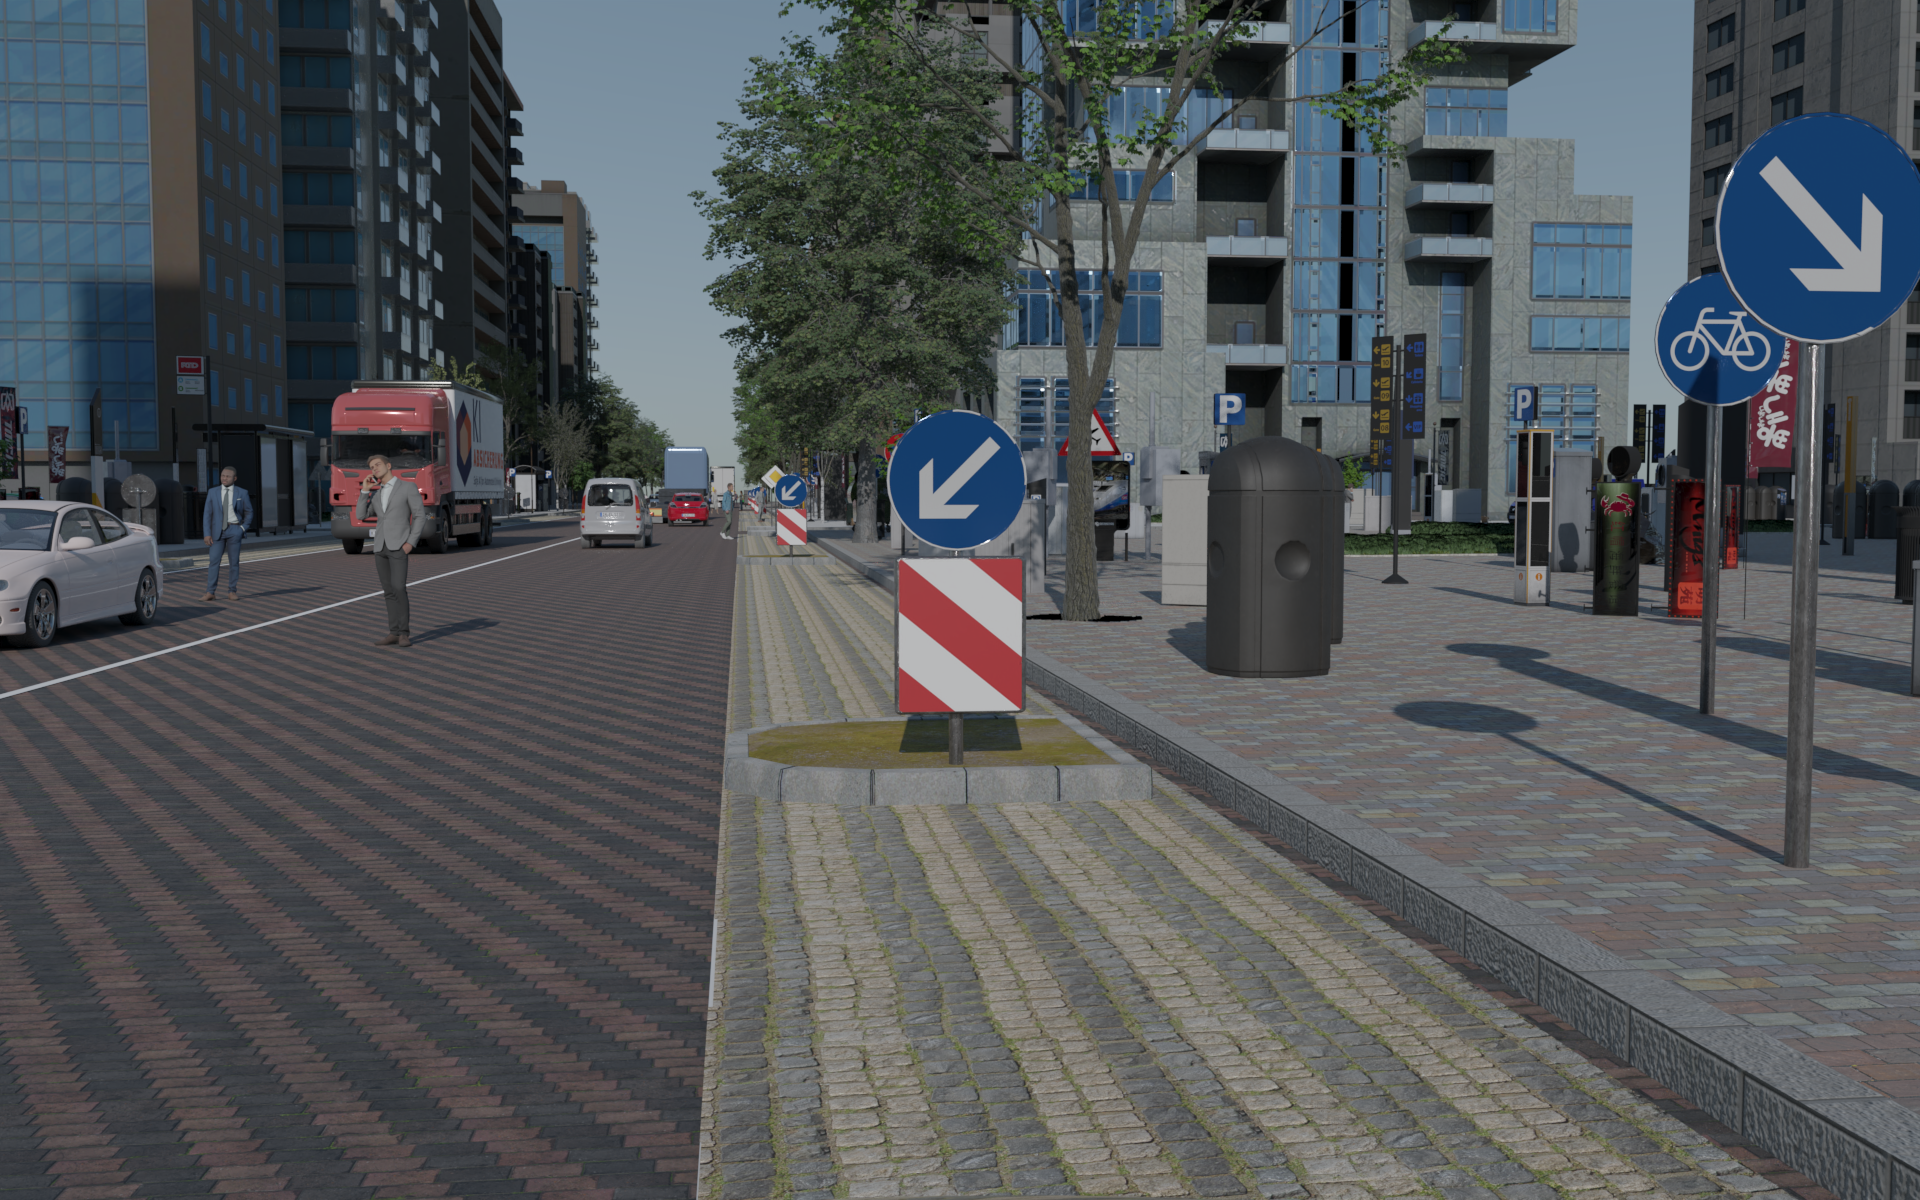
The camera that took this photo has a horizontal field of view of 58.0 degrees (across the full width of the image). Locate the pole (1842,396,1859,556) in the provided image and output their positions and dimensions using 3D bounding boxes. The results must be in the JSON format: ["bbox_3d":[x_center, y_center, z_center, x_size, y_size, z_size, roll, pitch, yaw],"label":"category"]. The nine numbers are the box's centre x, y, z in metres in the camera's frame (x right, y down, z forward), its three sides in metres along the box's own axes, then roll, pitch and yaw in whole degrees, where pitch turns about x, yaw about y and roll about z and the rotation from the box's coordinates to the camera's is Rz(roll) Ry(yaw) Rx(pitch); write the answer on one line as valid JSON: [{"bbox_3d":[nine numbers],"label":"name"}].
[{"bbox_3d":[18.569,-2.586,36.118,0.158,3.312,0.155,0,3,0],"label":"pole"}]

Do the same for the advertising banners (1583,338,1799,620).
[{"bbox_3d":[7.550,-1.324,17.828,2.074,3.025,0.090,2,4,25],"label":"advertising banners"}]

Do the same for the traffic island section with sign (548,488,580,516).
[{"bbox_3d":[-26.485,-6.557,115.839,1.989,1.847,2.006,0,4,-7],"label":"traffic island section with sign"}]

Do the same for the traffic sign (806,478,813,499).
[{"bbox_3d":[-8.556,-6.167,100.931,0.768,2.556,0.104,0,4,-3],"label":"traffic sign"}]

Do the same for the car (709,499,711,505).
[{"bbox_3d":[-29.981,-12.048,206.567,1.945,1.707,3.694,0,4,-7],"label":"car"}]

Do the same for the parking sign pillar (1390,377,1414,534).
[{"bbox_3d":[10.309,-3.178,40.435,1.447,3.967,1.447,1,4,12],"label":"parking sign pillar"}]

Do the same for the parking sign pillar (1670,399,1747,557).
[{"bbox_3d":[15.455,-2.885,35.639,1.447,3.967,1.447,2,4,24],"label":"parking sign pillar"}]

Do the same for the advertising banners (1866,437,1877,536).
[{"bbox_3d":[27.442,-3.443,52.481,0.090,3.025,2.074,3,5,43],"label":"advertising banners"}]

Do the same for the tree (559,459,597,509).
[{"bbox_3d":[-32.461,-9.987,146.995,4.285,4.588,4.351,0,3,0],"label":"tree"}]

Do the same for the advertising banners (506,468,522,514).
[{"bbox_3d":[-29.548,-7.243,114.610,0.090,3.025,2.074,-3,5,-40],"label":"advertising banners"}]

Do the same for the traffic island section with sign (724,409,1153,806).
[{"bbox_3d":[-0.210,-0.016,8.882,1.989,1.847,2.006,0,4,-7],"label":"traffic island section with sign"}]

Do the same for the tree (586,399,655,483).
[{"bbox_3d":[-40.742,-17.569,204.264,9.611,12.733,9.660,0,3,0],"label":"tree"}]

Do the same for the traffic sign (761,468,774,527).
[{"bbox_3d":[-7.400,-3.937,68.017,0.795,2.450,0.064,0,4,-7],"label":"traffic sign"}]

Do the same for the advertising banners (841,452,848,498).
[{"bbox_3d":[-4.751,-4.725,73.444,0.090,3.025,2.074,1,4,12],"label":"advertising banners"}]

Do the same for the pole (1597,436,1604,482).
[{"bbox_3d":[22.706,-4.133,61.422,0.158,3.312,0.155,0,3,0],"label":"pole"}]

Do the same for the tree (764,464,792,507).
[{"bbox_3d":[-18.214,-11.597,173.331,4.285,4.588,4.351,0,3,0],"label":"tree"}]

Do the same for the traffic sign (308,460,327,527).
[{"bbox_3d":[-24.677,-4.083,66.764,0.884,2.594,0.081,0,4,-4],"label":"traffic sign"}]

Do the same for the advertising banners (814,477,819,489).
[{"bbox_3d":[-7.309,-5.920,92.985,0.090,3.025,2.074,-2,4,-35],"label":"advertising banners"}]

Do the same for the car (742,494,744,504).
[{"bbox_3d":[-29.377,-14.153,240.191,1.959,1.807,4.718,0,4,-6],"label":"car"}]

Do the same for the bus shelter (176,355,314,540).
[{"bbox_3d":[-21.899,-4.605,52.917,2.179,5.291,8.768,0,4,-7],"label":"bus shelter"}]

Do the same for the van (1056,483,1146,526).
[{"bbox_3d":[5.006,-3.578,65.515,4.112,2.044,2.013,0,4,-6],"label":"van"}]

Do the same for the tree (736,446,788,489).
[{"bbox_3d":[-32.894,-22.877,291.045,9.611,12.733,9.660,0,3,0],"label":"tree"}]

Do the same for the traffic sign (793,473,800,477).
[{"bbox_3d":[-9.704,-6.276,102.723,0.768,2.556,0.104,0,4,-5],"label":"traffic sign"}]

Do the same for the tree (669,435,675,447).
[{"bbox_3d":[-51.233,-23.329,288.084,9.857,13.997,8.962,0,3,0],"label":"tree"}]

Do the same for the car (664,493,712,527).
[{"bbox_3d":[-12.197,-4.201,77.733,2.155,1.783,4.494,-1,4,-9],"label":"car"}]

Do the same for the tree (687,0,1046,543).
[{"bbox_3d":[-2.522,-8.479,45.293,9.857,13.997,8.962,0,3,0],"label":"tree"}]

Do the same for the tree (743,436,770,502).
[{"bbox_3d":[-30.064,-21.458,268.960,7.486,12.596,7.792,0,3,0],"label":"tree"}]

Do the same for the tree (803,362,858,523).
[{"bbox_3d":[-5.842,-7.705,76.346,4.360,8.622,3.978,0,3,0],"label":"tree"}]

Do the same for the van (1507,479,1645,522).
[{"bbox_3d":[24.386,-3.931,68.651,5.245,2.365,2.240,0,4,-8],"label":"van"}]

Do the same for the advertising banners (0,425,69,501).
[{"bbox_3d":[-23.602,-2.914,43.833,2.074,3.025,0.090,-3,5,-44],"label":"advertising banners"}]

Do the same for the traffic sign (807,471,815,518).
[{"bbox_3d":[-7.956,-5.757,94.236,0.768,2.556,0.104,0,4,-3],"label":"traffic sign"}]

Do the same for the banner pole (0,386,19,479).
[{"bbox_3d":[-19.542,-2.776,35.409,0.401,3.779,0.863,1,4,11],"label":"banner pole"}]

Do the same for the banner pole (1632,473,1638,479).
[{"bbox_3d":[43.077,-7.381,110.692,0.401,3.779,0.863,-1,4,-10],"label":"banner pole"}]

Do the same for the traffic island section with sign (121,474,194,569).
[{"bbox_3d":[-16.071,-1.528,33.604,1.989,1.847,2.006,0,4,-7],"label":"traffic island section with sign"}]

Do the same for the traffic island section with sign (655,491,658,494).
[{"bbox_3d":[-43.129,-14.597,247.289,1.989,1.847,2.006,0,4,-7],"label":"traffic island section with sign"}]

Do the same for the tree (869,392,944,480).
[{"bbox_3d":[-0.707,-2.354,33.091,1.663,3.219,1.824,0,3,0],"label":"tree"}]

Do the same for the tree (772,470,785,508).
[{"bbox_3d":[-13.841,-8.591,135.063,1.663,3.219,1.824,0,3,0],"label":"tree"}]

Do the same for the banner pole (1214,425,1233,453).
[{"bbox_3d":[9.449,-4.442,62.641,0.863,3.779,0.401,0,4,-4],"label":"banner pole"}]

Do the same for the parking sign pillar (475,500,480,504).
[{"bbox_3d":[-27.223,-6.609,96.535,1.447,3.967,1.447,2,4,33],"label":"parking sign pillar"}]

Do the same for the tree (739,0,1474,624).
[{"bbox_3d":[1.374,-5.607,17.431,9.928,11.665,9.643,0,3,0],"label":"tree"}]

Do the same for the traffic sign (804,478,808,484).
[{"bbox_3d":[-12.425,-8.484,138.711,0.884,2.594,0.081,0,4,1],"label":"traffic sign"}]

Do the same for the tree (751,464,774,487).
[{"bbox_3d":[-29.694,-18.973,260.577,4.360,8.622,3.978,0,3,0],"label":"tree"}]

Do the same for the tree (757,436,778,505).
[{"bbox_3d":[-21.707,-15.386,201.931,4.737,8.622,4.395,0,3,0],"label":"tree"}]

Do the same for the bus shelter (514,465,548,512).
[{"bbox_3d":[-30.763,-7.937,123.698,2.014,3.302,5.546,0,4,-7],"label":"bus shelter"}]

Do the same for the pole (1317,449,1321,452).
[{"bbox_3d":[16.217,-5.167,78.324,0.158,3.312,0.155,0,3,0],"label":"pole"}]

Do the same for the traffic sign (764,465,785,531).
[{"bbox_3d":[-6.397,-3.453,60.095,0.795,2.450,0.064,0,4,-7],"label":"traffic sign"}]

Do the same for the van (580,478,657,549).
[{"bbox_3d":[-9.262,-2.436,46.846,2.013,2.044,4.112,0,4,-6],"label":"van"}]

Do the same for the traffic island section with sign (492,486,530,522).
[{"bbox_3d":[-22.971,-4.864,88.156,1.989,1.847,2.006,0,4,-7],"label":"traffic island section with sign"}]

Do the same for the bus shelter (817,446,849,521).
[{"bbox_3d":[-6.431,-5.772,85.653,1.731,3.624,6.357,0,4,-7],"label":"bus shelter"}]

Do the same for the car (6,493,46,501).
[{"bbox_3d":[-33.181,-3.203,61.158,4.718,1.807,1.959,0,4,-7],"label":"car"}]

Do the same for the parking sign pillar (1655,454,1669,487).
[{"bbox_3d":[42.159,-7.040,103.579,1.447,3.967,1.447,-2,4,-30],"label":"parking sign pillar"}]

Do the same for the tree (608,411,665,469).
[{"bbox_3d":[-45.181,-19.934,236.283,12.009,13.543,11.850,0,3,0],"label":"tree"}]

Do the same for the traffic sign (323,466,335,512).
[{"bbox_3d":[-24.048,-4.072,66.576,0.884,2.594,0.081,0,4,-2],"label":"traffic sign"}]

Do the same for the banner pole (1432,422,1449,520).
[{"bbox_3d":[16.587,-4.277,59.942,0.401,3.779,0.863,-3,4,-36],"label":"banner pole"}]

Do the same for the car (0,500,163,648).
[{"bbox_3d":[-9.646,-0.316,17.536,2.083,1.381,4.827,0,4,-7],"label":"car"}]

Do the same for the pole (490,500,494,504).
[{"bbox_3d":[-30.868,-7.357,114.131,0.158,3.312,0.155,0,3,0],"label":"pole"}]

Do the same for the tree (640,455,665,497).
[{"bbox_3d":[-48.147,-20.219,264.984,7.601,10.594,8.767,2,4,26],"label":"tree"}]

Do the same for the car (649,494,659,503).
[{"bbox_3d":[-28.509,-9.212,162.624,2.014,1.417,4.499,-1,4,-8],"label":"car"}]

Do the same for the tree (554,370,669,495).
[{"bbox_3d":[-37.006,-16.604,178.133,9.857,13.997,8.962,0,3,0],"label":"tree"}]
